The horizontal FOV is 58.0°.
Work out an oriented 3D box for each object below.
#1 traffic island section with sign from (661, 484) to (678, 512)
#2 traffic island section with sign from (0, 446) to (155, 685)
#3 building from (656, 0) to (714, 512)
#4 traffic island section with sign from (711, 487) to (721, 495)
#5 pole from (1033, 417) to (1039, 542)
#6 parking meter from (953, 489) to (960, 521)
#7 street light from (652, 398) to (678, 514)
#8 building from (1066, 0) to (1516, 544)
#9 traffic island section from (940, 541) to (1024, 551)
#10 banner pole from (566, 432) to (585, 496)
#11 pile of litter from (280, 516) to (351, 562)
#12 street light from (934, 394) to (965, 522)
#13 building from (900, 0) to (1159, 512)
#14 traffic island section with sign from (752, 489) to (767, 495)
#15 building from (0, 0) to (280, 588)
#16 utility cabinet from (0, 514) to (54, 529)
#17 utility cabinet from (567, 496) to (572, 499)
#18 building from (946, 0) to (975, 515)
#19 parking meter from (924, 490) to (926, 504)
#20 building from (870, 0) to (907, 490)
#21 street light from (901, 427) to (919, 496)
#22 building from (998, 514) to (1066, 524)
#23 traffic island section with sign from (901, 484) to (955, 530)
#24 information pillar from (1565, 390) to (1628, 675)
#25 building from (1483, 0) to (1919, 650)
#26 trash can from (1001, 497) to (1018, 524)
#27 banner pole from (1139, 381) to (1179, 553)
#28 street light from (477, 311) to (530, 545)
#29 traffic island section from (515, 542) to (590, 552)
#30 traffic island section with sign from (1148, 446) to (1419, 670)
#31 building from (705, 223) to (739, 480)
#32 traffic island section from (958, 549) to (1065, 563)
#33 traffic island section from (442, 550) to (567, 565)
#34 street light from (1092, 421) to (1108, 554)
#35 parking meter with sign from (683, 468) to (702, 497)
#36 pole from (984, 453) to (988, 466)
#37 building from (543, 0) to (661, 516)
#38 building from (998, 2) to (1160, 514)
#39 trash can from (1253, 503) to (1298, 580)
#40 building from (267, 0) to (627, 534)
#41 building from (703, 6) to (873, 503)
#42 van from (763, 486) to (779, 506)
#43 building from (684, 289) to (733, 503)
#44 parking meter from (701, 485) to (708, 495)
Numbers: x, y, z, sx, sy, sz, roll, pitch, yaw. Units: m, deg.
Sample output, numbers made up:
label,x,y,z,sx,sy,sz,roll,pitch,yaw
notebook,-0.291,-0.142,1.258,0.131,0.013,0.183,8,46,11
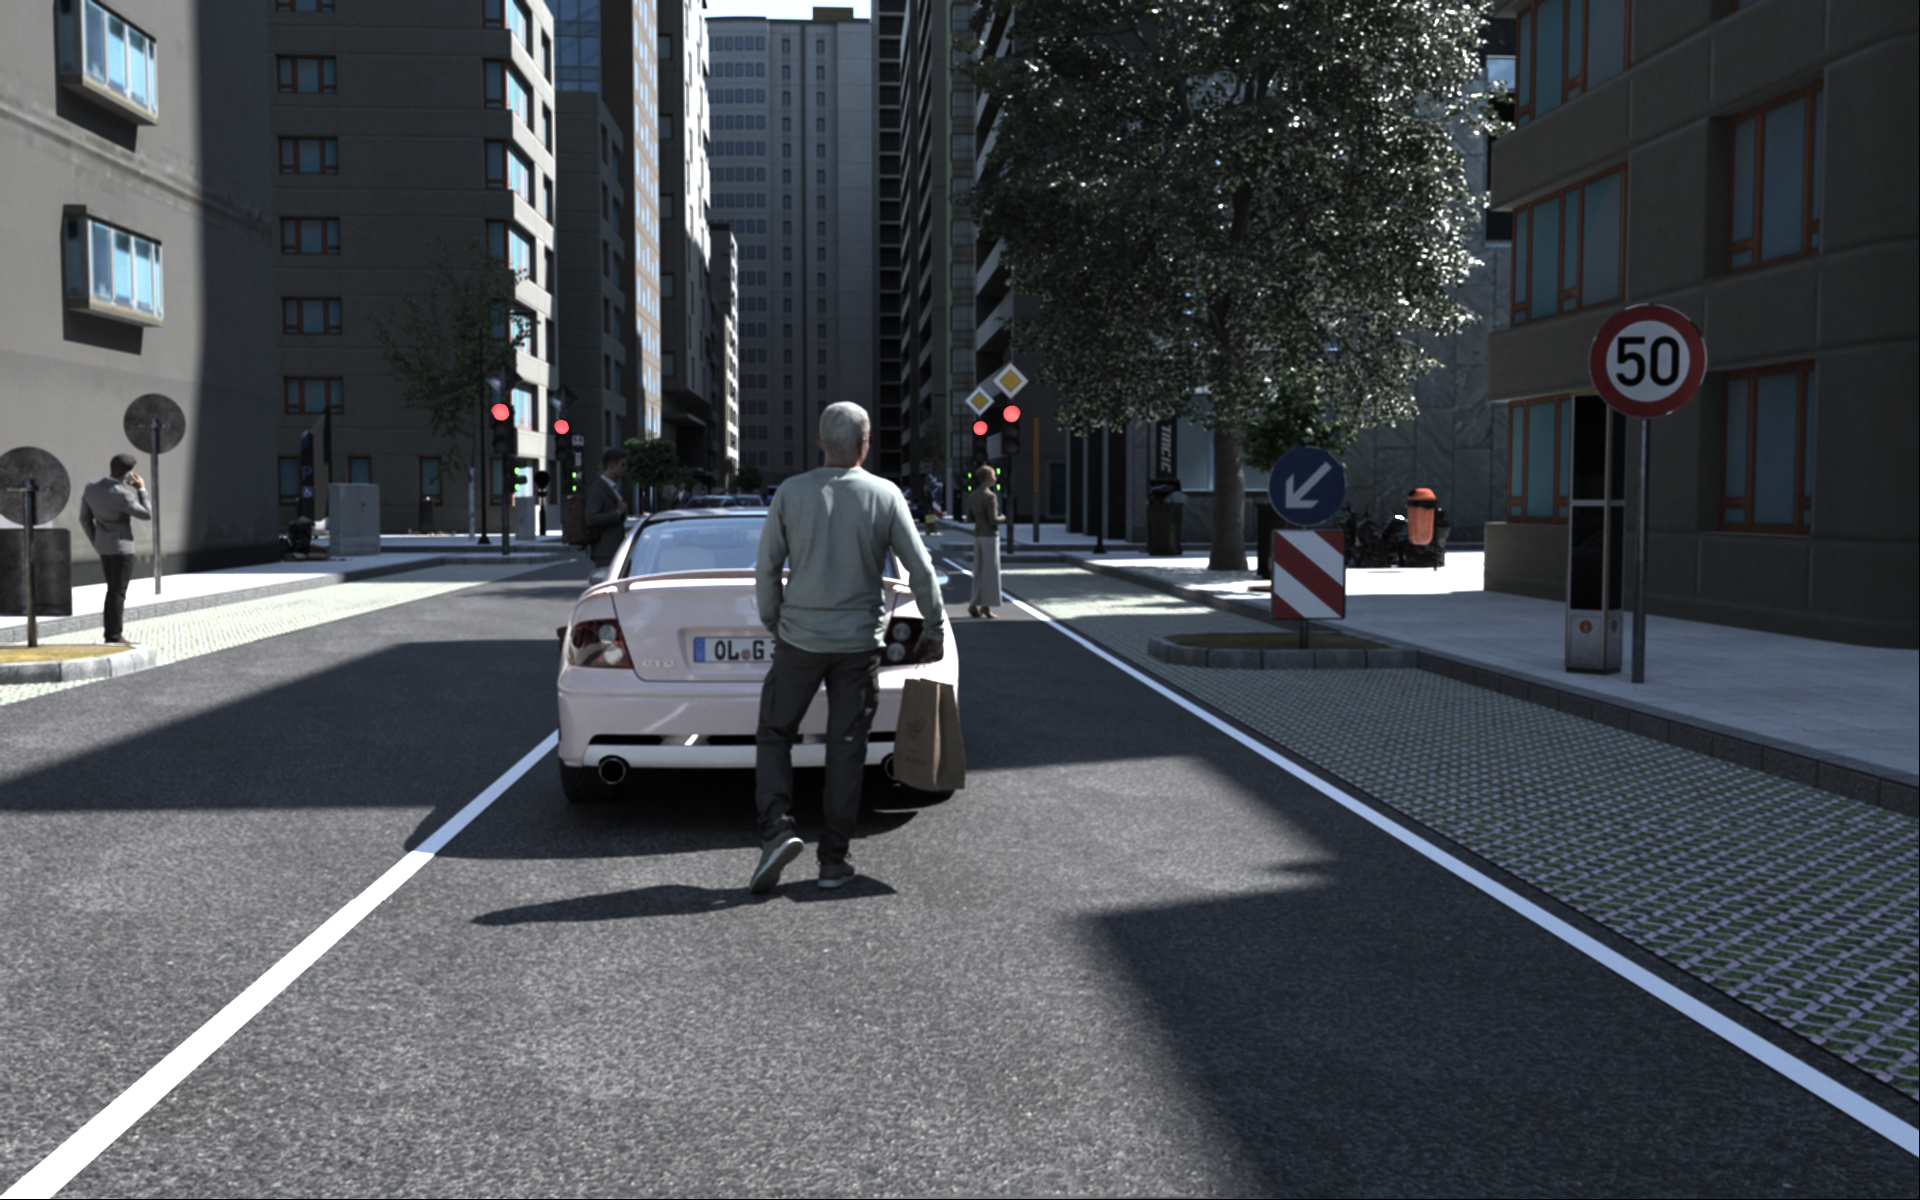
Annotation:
label,x,y,z,sx,sy,sz,roll,pitch,yaw
traffic island section with sign,-11.625,-3.728,69.589,1.989,1.847,2.006,0,4,-4
traffic island section with sign,-7.624,-0.315,13.773,1.989,1.847,2.006,0,4,-4
building,-33.207,-33.131,130.928,28.713,52.752,27.495,0,4,-4
traffic island section with sign,-13.581,-5.405,96.991,1.989,1.847,2.006,0,4,-4
pole,2.027,-3.190,45.993,0.158,3.312,0.155,0,3,0
parking meter,-0.149,-4.591,83.474,0.372,1.533,0.369,0,3,0
street light,-14.305,-6.799,83.709,1.470,5.913,1.316,0,4,-4
building,19.126,-45.370,54.473,31.000,86.520,22.319,0,4,-4
traffic island section,0.527,-1.398,45.137,2.009,0.180,2.903,0,4,-4
banner pole,-13.698,-4.368,61.440,0.863,3.779,0.401,-1,4,-12
pile of litter,-12.601,-1.177,33.207,1.719,0.858,1.176,0,4,-7
street light,-0.496,-6.586,80.217,1.470,5.913,1.316,0,4,-4
building,5.556,-32.827,160.429,21.300,48.544,21.600,0,4,-4
traffic island section with sign,-17.086,-8.396,145.904,1.989,1.847,2.006,0,4,-4
building,-22.495,-24.222,19.735,21.600,48.544,21.300,0,4,-4
utility cabinet,-10.793,-0.512,19.534,0.306,1.237,1.020,3,5,39
utility cabinet,-12.929,-2.848,57.728,0.306,1.237,1.020,0,4,6
building,6.016,-26.085,110.080,14.154,41.232,14.086,0,4,-4
parking meter,-1.982,-5.833,101.080,0.255,1.863,0.399,0,4,1
building,-0.629,-47.452,214.096,20.611,71.187,20.563,0,4,-4
street light,-3.400,-8.999,119.669,1.470,5.913,1.316,0,4,-4
building,12.162,-28.179,84.435,21.300,48.544,21.600,0,4,-4
traffic island section with sign,-1.218,-3.734,69.674,1.989,1.847,2.006,0,4,-4
information pillar,4.561,-0.484,12.411,0.304,2.012,0.304,3,5,44
building,21.807,-10.032,9.069,27.650,21.520,28.899,0,4,-4
trash can,2.099,-3.782,73.490,0.748,1.137,0.748,0,3,0
banner pole,4.342,-2.923,37.806,0.863,3.779,0.401,0,4,-2
street light,-11.598,-4.373,44.033,1.470,5.913,1.316,0,4,-4
traffic island section,-10.138,-1.352,44.381,2.009,0.180,2.903,0,4,-4
traffic island section with sign,2.694,-0.390,15.002,1.989,1.847,2.006,0,4,-4
building,-30.990,-25.343,186.057,14.107,30.474,14.160,0,4,-4
traffic island section,1.097,-0.911,37.172,2.009,0.180,2.903,0,4,-4
traffic island section,-9.568,-0.865,36.416,2.009,0.180,2.903,0,4,-4
street light,2.477,-3.951,37.143,1.470,5.913,1.316,0,4,-4
parking meter with sign,-17.866,-7.426,117.681,1.738,3.016,0.543,0,4,1
pole,1.292,-5.621,85.742,0.158,3.312,0.155,0,3,0
building,-26.437,-27.991,107.761,14.600,45.320,14.200,0,4,-4
building,7.796,-31.515,138.974,21.300,48.544,21.600,0,4,-4
trash can,4.779,-0.880,26.049,0.748,1.137,0.748,0,3,0
building,-28.947,-13.650,68.218,27.650,21.520,28.899,0,4,-4
building,-24.990,-41.035,212.922,28.212,58.520,21.231,0,4,-4
van,-13.167,-7.447,126.144,2.240,2.365,5.245,0,4,-6
building,-35.785,-19.258,159.913,27.650,21.520,28.899,0,4,-4
parking meter,-16.983,-6.693,115.135,0.399,1.863,0.255,2,4,24
